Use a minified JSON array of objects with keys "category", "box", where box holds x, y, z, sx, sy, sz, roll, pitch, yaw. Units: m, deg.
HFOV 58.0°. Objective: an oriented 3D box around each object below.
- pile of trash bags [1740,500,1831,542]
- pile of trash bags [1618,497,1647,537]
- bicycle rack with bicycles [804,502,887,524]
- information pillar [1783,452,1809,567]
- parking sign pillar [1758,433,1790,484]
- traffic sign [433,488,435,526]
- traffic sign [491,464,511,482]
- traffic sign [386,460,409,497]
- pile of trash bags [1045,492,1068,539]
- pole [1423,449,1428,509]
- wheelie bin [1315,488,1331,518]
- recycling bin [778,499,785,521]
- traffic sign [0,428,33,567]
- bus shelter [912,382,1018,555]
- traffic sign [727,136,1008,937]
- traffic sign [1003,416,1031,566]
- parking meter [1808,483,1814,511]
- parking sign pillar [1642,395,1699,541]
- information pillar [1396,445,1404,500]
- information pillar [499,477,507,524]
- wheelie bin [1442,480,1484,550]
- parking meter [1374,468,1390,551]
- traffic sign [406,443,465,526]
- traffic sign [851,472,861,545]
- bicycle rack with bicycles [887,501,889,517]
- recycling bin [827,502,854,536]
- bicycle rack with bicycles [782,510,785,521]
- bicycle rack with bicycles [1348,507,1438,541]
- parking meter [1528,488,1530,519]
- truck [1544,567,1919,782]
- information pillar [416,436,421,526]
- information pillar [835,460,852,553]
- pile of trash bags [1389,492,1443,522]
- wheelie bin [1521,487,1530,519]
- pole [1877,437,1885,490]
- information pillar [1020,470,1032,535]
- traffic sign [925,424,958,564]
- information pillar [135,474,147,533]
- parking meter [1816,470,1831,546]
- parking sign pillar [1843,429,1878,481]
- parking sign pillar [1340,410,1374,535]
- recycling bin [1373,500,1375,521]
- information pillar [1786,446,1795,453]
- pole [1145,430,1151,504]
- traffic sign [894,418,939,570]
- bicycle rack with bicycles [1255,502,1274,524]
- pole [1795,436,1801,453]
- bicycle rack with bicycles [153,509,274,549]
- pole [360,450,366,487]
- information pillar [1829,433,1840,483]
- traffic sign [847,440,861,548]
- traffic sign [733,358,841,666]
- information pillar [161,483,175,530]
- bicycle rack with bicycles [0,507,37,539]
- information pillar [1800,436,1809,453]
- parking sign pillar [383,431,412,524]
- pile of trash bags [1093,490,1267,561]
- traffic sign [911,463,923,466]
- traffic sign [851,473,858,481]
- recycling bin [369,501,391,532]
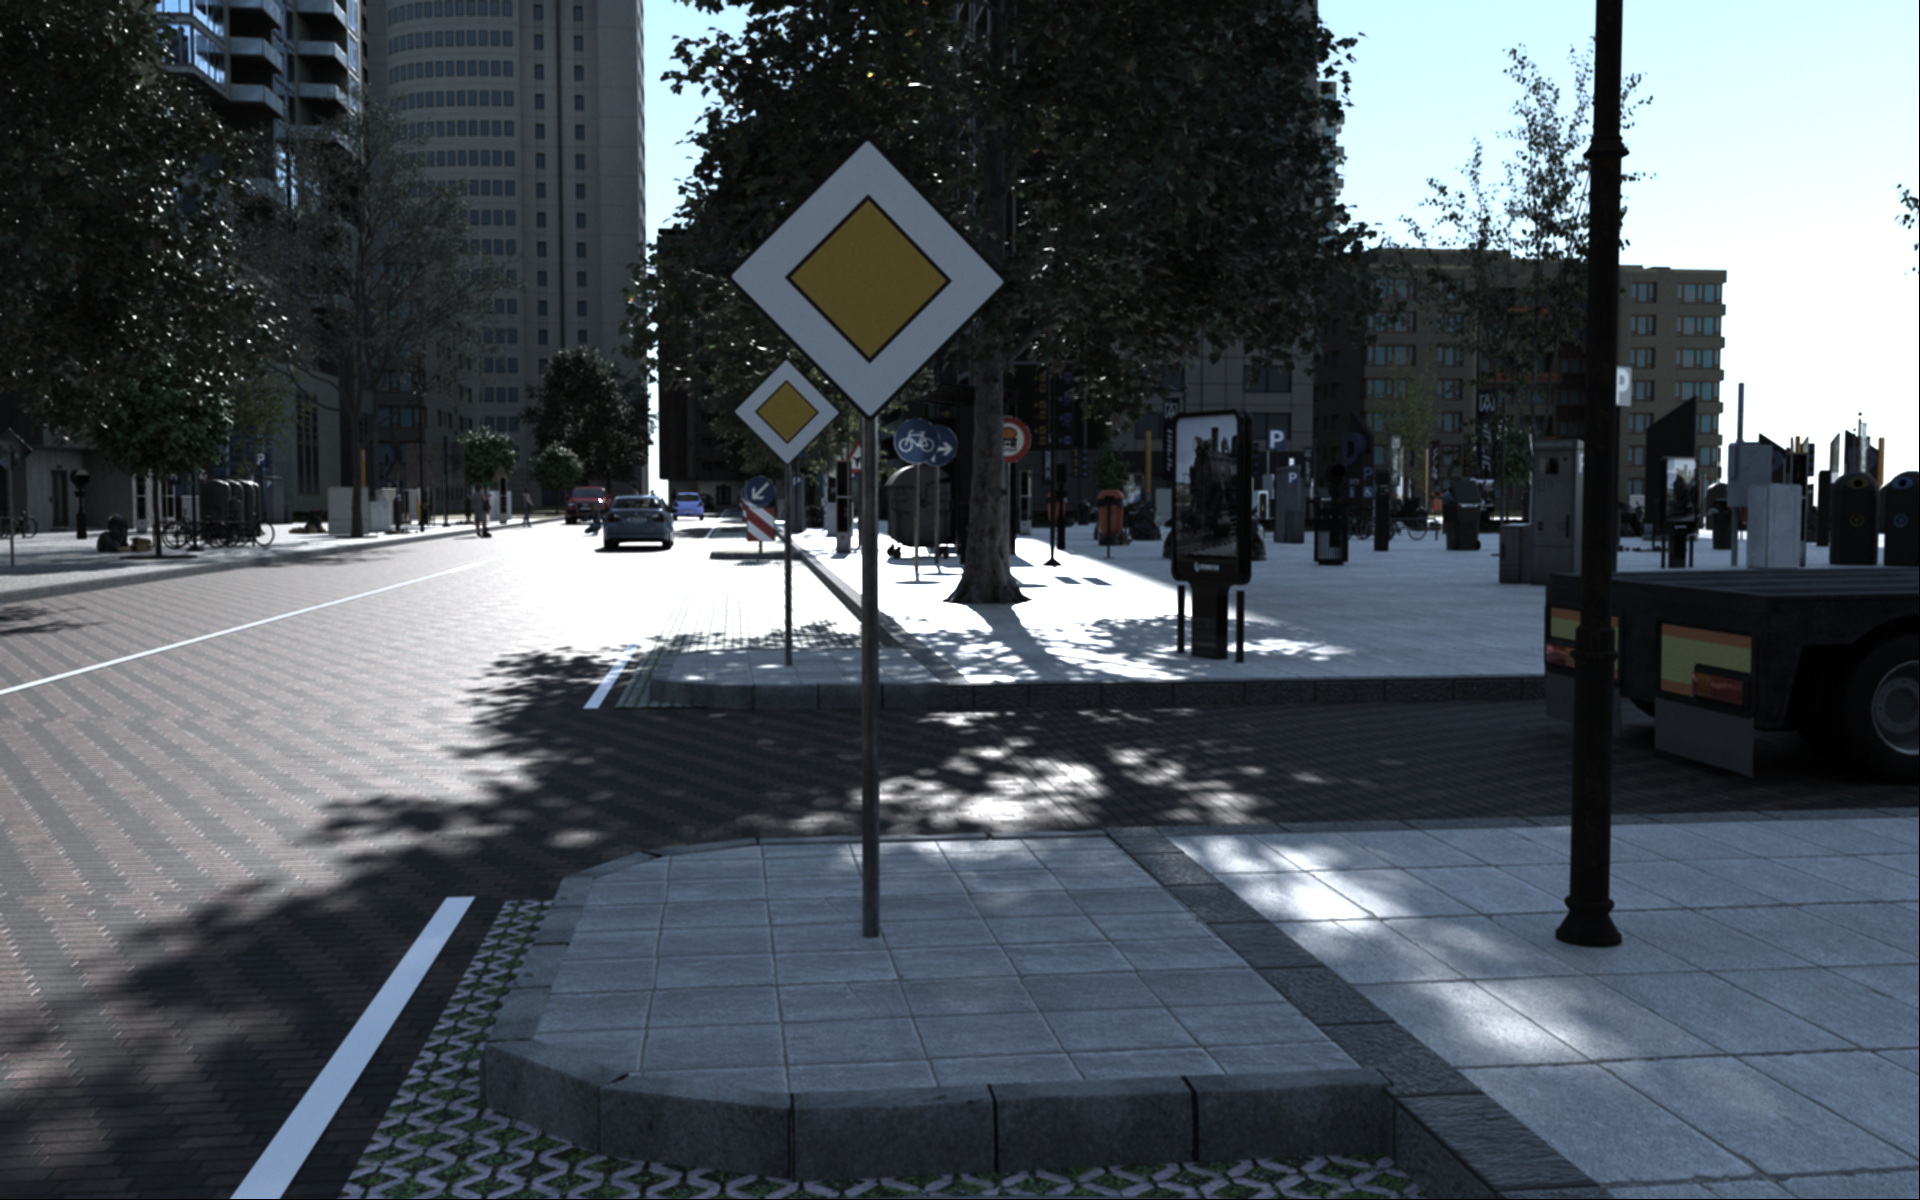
[{"category":"pile of trash bags","box":[22.784,-2.321,47.708,1.912,1.369,3.447,-1,4,-19]},{"category":"pile of trash bags","box":[20.178,-2.611,52.436,1.912,1.369,3.447,-2,4,-32]},{"category":"bicycle rack with bicycles","box":[-5.279,-3.706,73.975,2.925,0.926,2.852,3,4,38]},{"category":"information pillar","box":[14.839,-1.606,30.748,0.304,2.012,0.304,1,4,11]},{"category":"parking sign pillar","box":[35.479,-5.334,75.690,1.447,3.967,1.447,-3,5,-42]},{"category":"traffic sign","box":[-20.978,-4.220,69.008,0.884,2.594,0.081,0,4,1]},{"category":"traffic sign","box":[-20.087,-4.633,75.756,0.884,2.594,0.081,0,4,2]},{"category":"traffic sign","box":[-21.636,-4.077,66.658,0.884,2.594,0.081,0,4,2]},{"category":"pile of trash bags","box":[4.084,-2.400,48.991,3.447,1.369,1.912,1,4,18]},{"category":"pole","box":[20.870,-5.129,77.703,0.158,3.312,0.155,0,3,0]},{"category":"wheelie bin","box":[17.532,-4.666,84.196,0.980,1.594,0.693,-1,4,-23]},{"category":"recycling bin","box":[-8.353,-4.370,84.009,0.722,1.027,0.722,2,4,34]},{"category":"traffic sign","box":[-16.721,-1.793,30.504,0.795,2.450,0.064,0,4,-1]},{"category":"bus shelter","box":[0.034,-2.954,39.576,1.731,3.624,6.357,0,4,-8]},{"category":"traffic sign","box":[-0.261,-0.081,4.969,0.795,2.450,0.064,0,4,-7]},{"category":"traffic sign","box":[0.776,-1.724,28.285,0.768,2.556,0.104,0,4,2]},{"category":"parking meter","box":[46.302,-5.427,94.442,0.399,1.863,0.255,1,4,10]},{"category":"parking sign pillar","box":[19.614,-3.624,47.721,1.447,3.967,1.447,3,5,40]},{"category":"information pillar","box":[20.883,-5.560,82.267,0.504,3.616,0.183,-3,5,-43]},{"category":"information pillar","box":[-19.655,-4.282,74.501,0.304,2.012,0.304,-1,4,-18]},{"category":"wheelie bin","box":[11.467,-1.940,39.632,0.980,1.594,0.693,-1,4,-12]},{"category":"parking meter","box":[9.527,-2.043,39.117,0.255,1.863,0.399,0,4,1]},{"category":"traffic sign","box":[-20.792,-4.577,68.701,2.265,3.308,0.079,0,4,-4]},{"category":"traffic sign","box":[-2.511,-2.680,43.820,0.884,2.594,0.081,0,4,-1]},{"category":"bicycle rack with bicycles","box":[-3.180,-4.296,83.614,2.852,0.926,2.925,1,4,9]},{"category":"recycling bin","box":[-3.646,-2.462,52.809,0.722,1.027,0.722,0,4,6]},{"category":"bicycle rack with bicycles","box":[-6.612,-3.975,78.374,2.925,0.926,2.852,-1,4,-16]},{"category":"bicycle rack with bicycles","box":[11.886,-2.157,48.641,2.925,0.926,2.852,-2,4,-28]},{"category":"parking meter","box":[22.782,-3.700,68.904,0.372,1.533,0.369,0,3,0]},{"category":"truck","box":[13.062,-1.260,10.354,18.799,4.110,2.967,0,4,-5]},{"category":"information pillar","box":[-21.940,-4.822,70.195,0.183,3.616,0.504,-2,4,-29]},{"category":"information pillar","box":[-2.539,-2.039,37.822,0.304,2.012,0.304,0,4,7]},{"category":"pile of trash bags","box":[20.726,-4.327,80.495,3.447,1.369,1.912,0,4,1]},{"category":"wheelie bin","box":[26.513,-4.440,80.494,0.980,1.594,0.693,3,5,40]},{"category":"pole","box":[33.079,-4.184,62.253,0.158,3.312,0.155,0,3,0]},{"category":"information pillar","box":[2.045,-3.024,53.928,0.304,2.012,0.304,1,4,18]},{"category":"traffic sign","box":[-0.424,-1.933,31.714,0.768,2.556,0.104,0,4,2]},{"category":"information pillar","box":[-26.771,-3.188,56.611,0.304,2.012,0.304,-2,4,-27]},{"category":"parking meter","box":[21.259,-2.258,42.622,0.255,1.863,0.399,1,4,21]},{"category":"parking sign pillar","box":[37.452,-5.105,71.937,1.447,3.967,1.447,1,4,11]},{"category":"parking sign pillar","box":[12.556,-4.048,54.652,1.447,3.967,1.447,-1,4,-16]},{"category":"recycling bin","box":[18.546,-3.975,77.543,0.722,1.027,0.722,1,4,10]},{"category":"information pillar","box":[40.649,-5.714,84.774,0.504,3.616,0.183,1,4,10]},{"category":"pole","box":[6.020,-3.770,55.476,0.158,3.312,0.155,0,3,0]},{"category":"traffic sign","box":[-0.731,-1.773,29.103,0.768,2.556,0.104,0,4,-3]},{"category":"bicycle rack with bicycles","box":[8.188,-2.519,54.570,2.925,0.926,2.852,-1,4,-23]},{"category":"pole","box":[29.332,-4.090,60.722,0.158,3.312,0.155,0,3,0]},{"category":"bicycle rack with bicycles","box":[-18.113,-1.747,41.942,2.925,0.926,2.852,-3,5,-40]},{"category":"pole","box":[-27.388,-5.241,79.536,0.158,3.312,0.155,0,3,0]},{"category":"information pillar","box":[33.295,-4.563,65.960,0.504,3.616,0.183,-2,4,-28]},{"category":"traffic sign","box":[-2.422,-2.538,41.502,0.884,2.594,0.081,0,4,-4]},{"category":"traffic sign","box":[-1.284,-0.566,12.889,0.795,2.450,0.064,0,4,-7]},{"category":"information pillar","box":[-28.503,-3.538,62.331,0.304,2.012,0.304,2,4,33]},{"category":"bicycle rack with bicycles","box":[-27.846,-2.204,49.412,2.852,0.926,2.925,3,4,36]},{"category":"information pillar","box":[34.150,-4.815,70.086,0.504,3.616,0.183,-2,4,-35]},{"category":"parking sign pillar","box":[-24.016,-5.196,73.419,1.447,3.967,1.447,-2,4,-33]},{"category":"pile of trash bags","box":[4.381,-1.506,34.382,3.447,1.369,1.912,1,4,14]},{"category":"traffic sign","box":[-1.403,-3.485,56.984,0.884,2.594,0.081,0,4,0]},{"category":"traffic sign","box":[-4.498,-4.298,70.374,0.768,2.556,0.104,0,4,-5]},{"category":"recycling bin","box":[-19.974,-2.864,59.373,0.722,1.027,0.722,-2,4,-34]}]
